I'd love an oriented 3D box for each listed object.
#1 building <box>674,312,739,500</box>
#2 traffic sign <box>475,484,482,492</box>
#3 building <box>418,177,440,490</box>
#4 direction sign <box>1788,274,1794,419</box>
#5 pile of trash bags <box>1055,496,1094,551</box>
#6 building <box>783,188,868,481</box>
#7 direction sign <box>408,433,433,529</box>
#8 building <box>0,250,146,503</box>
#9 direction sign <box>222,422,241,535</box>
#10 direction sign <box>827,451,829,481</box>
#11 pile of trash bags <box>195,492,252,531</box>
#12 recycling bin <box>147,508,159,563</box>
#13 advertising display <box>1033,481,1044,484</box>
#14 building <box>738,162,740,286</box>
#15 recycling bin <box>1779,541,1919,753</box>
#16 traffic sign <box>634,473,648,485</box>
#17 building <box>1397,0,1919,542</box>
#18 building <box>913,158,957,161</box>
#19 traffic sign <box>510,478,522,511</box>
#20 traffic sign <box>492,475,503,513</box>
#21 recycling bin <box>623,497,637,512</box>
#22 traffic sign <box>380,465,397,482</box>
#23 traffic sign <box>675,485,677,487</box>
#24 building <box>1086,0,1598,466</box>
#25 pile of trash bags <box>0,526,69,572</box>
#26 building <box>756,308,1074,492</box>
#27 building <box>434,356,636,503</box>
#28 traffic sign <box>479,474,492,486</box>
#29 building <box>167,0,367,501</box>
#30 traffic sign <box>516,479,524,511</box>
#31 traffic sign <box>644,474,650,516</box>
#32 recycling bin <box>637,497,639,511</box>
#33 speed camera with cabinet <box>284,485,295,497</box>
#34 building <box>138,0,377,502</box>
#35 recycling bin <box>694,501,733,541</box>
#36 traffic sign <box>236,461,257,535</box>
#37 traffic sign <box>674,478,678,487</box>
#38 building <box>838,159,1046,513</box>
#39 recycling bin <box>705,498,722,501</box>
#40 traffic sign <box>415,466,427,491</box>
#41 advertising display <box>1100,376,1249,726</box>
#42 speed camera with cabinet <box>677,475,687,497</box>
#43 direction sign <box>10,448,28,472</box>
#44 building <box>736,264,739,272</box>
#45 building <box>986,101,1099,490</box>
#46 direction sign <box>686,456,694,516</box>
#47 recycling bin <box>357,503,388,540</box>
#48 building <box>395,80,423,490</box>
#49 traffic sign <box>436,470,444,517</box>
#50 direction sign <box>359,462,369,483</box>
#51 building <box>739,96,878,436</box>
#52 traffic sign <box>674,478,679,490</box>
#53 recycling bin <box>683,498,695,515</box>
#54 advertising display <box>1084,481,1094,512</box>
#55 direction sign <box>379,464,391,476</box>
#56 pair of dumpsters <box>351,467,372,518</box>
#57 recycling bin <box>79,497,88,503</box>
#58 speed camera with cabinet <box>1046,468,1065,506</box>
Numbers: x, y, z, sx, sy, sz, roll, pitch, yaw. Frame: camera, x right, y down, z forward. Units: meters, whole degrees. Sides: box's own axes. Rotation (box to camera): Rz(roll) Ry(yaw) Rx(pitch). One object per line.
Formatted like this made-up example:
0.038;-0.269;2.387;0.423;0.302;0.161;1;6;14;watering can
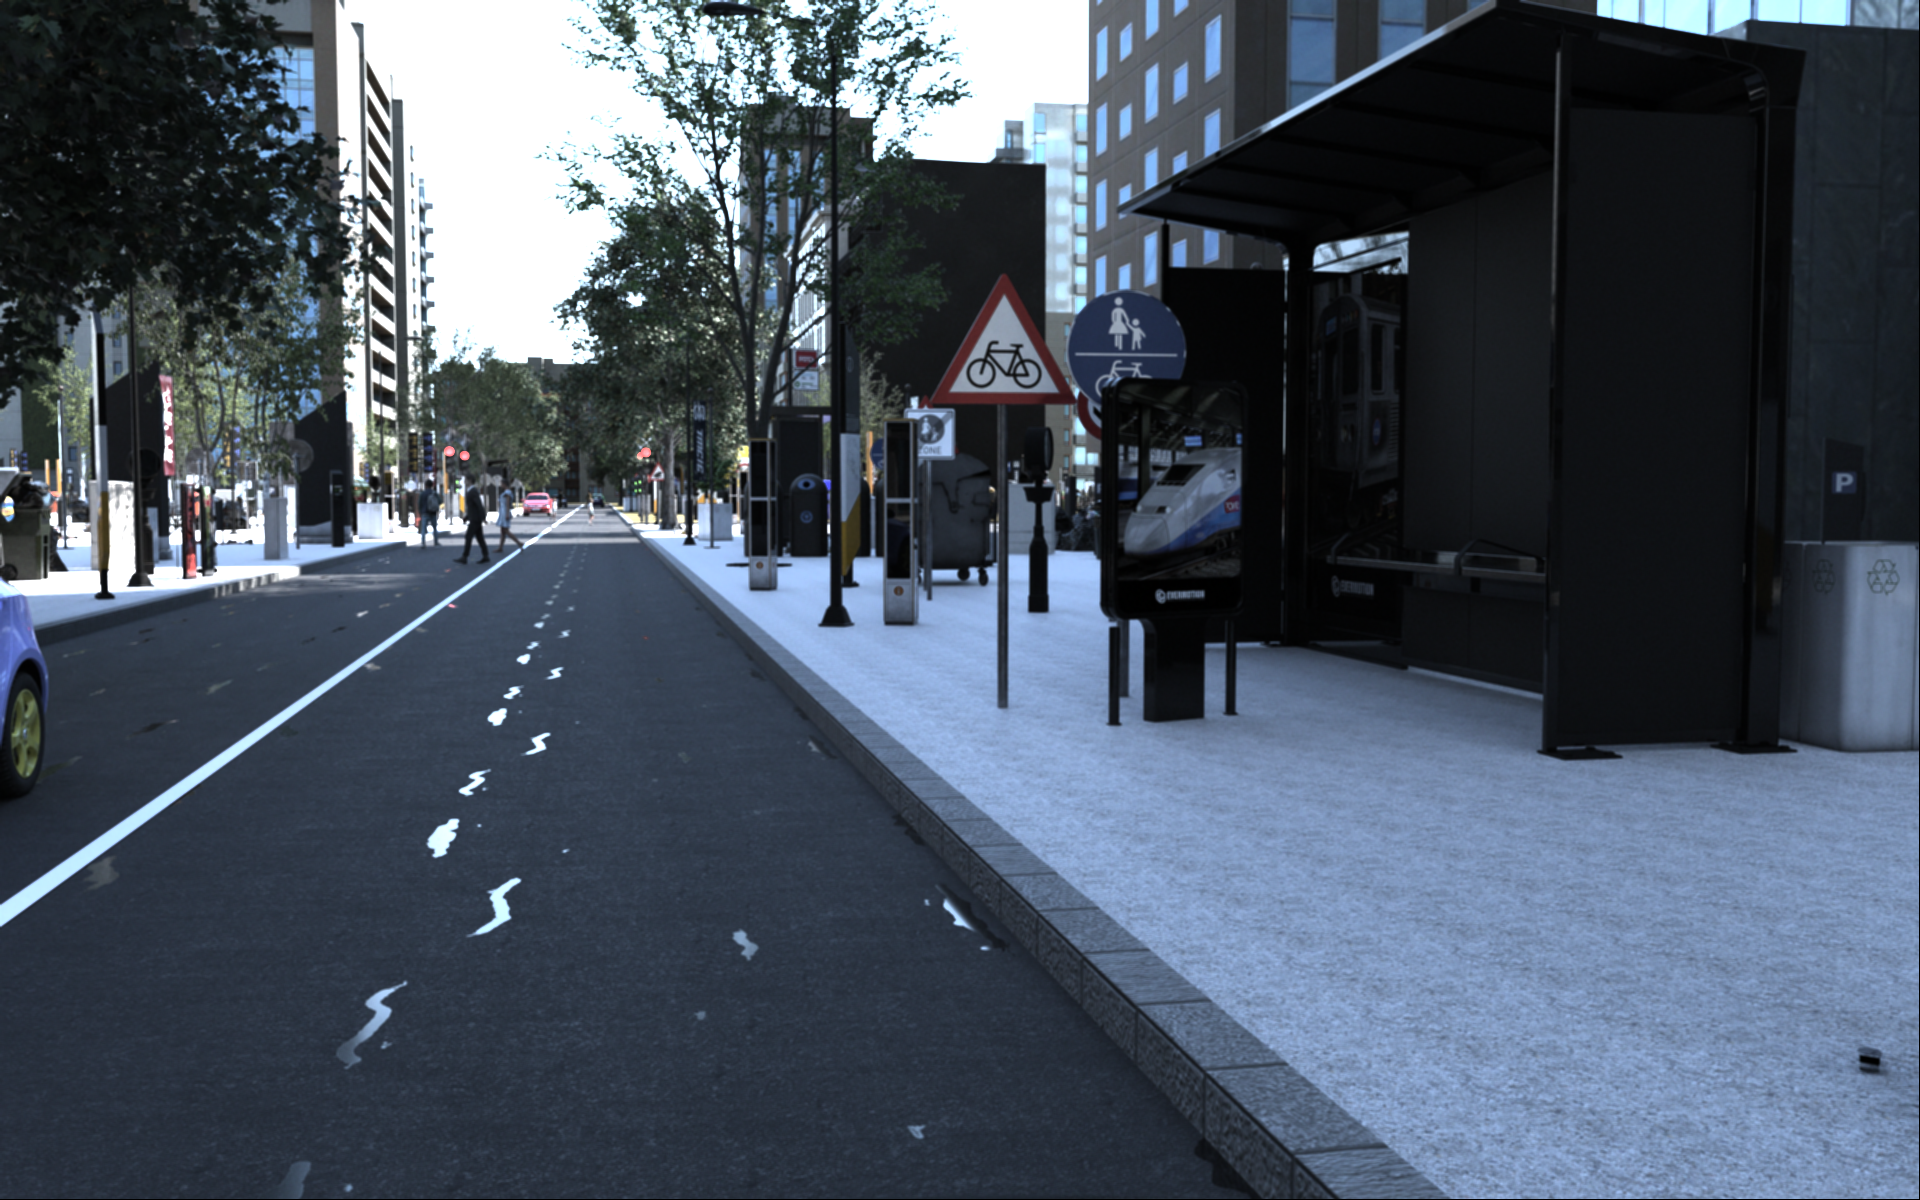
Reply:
-40.071;-29.666;256.745;14.107;30.474;14.160;-1;4;-12;building
-41.298;-9.086;148.561;0.884;2.594;0.081;-1;4;-9;traffic sign
-91.125;-38.575;250.310;30.456;49.044;23.786;-1;4;-12;building
8.164;-1.594;18.060;0.876;3.537;0.379;1;4;17;direction sign
2.599;-1.877;40.438;1.912;1.369;3.447;-2;4;-24;pile of trash bags
-7.062;-21.151;143.075;12.463;27.353;25.104;-1;4;-12;building
-19.867;-4.396;63.870;0.876;3.537;0.379;0;4;-1;direction sign
-98.070;-39.641;190.136;28.212;58.520;21.231;-1;4;-12;building
-22.998;-3.838;54.754;0.379;3.537;0.876;1;4;11;direction sign
-6.910;-6.050;90.906;0.379;3.537;0.876;-1;4;-10;direction sign
-26.365;-3.129;60.904;1.912;1.369;3.447;0;4;0;pile of trash bags
-15.248;-1.181;31.861;0.722;1.027;0.722;0;4;-3;recycling bin
2.582;-3.374;60.380;0.123;1.923;0.974;-2;4;-34;advertising display
-19.825;-32.195;209.988;14.154;41.232;14.086;-1;4;-12;building
4.684;0.220;8.960;0.722;1.027;0.722;-1;4;-9;recycling bin
-18.064;-5.994;98.107;0.768;2.556;0.104;0;4;-8;traffic sign
22.602;-43.180;18.663;22.319;86.520;31.000;-1;4;-12;building
-3.720;-32.419;213.647;14.086;41.232;14.154;-1;4;-12;building
-34.263;-8.176;133.679;0.884;2.594;0.081;-1;4;-11;traffic sign
-30.666;-7.016;114.816;0.768;2.556;0.104;0;4;-4;traffic sign
-24.008;-6.907;125.481;0.722;1.027;0.722;-1;4;-18;recycling bin
-25.181;-4.653;76.078;0.884;2.594;0.081;-1;4;-10;traffic sign
-21.296;-7.846;128.289;0.884;2.594;0.081;-1;4;-12;traffic sign
12.589;-24.679;53.611;14.600;45.320;14.200;-1;4;-12;building
-15.549;-1.130;28.233;1.912;1.369;3.447;-1;4;-12;pile of trash bags
-5.651;-20.265;176.365;27.650;21.520;28.899;-1;4;-12;building
-62.571;-25.355;259.590;28.899;21.520;27.650;-1;4;-12;building
-29.377;-6.555;107.272;0.768;2.556;0.104;0;4;-3;traffic sign
-60.947;-30.766;153.129;14.600;45.320;14.200;-1;4;-12;building
-34.415;-8.184;134.995;0.795;2.450;0.064;0;4;-7;traffic sign
-18.859;-6.324;103.503;0.768;2.556;0.104;0;4;-5;traffic sign
-24.961;-7.319;132.221;0.722;1.027;0.722;1;4;14;recycling bin
-24.904;-4.413;66.493;2.038;3.252;0.660;-2;4;-33;speed camera with cabinet
-67.938;-33.428;170.257;21.300;48.544;21.600;-1;4;-12;building
-6.755;-2.155;47.793;0.722;1.027;0.722;-3;5;-42;recycling bin
-22.149;-3.161;53.807;0.606;2.300;0.079;0;4;-5;traffic sign
-21.063;-7.757;126.937;0.768;2.556;0.104;-1;4;-11;traffic sign
-1.864;-17.965;123.407;12.332;23.373;15.834;-1;4;-12;building
-14.181;-5.338;99.836;0.722;1.027;0.722;3;5;42;recycling bin
-24.632;-4.861;79.586;0.768;2.556;0.104;0;4;-5;traffic sign
1.218;-0.281;9.802;0.974;1.923;0.123;-2;4;-32;advertising display
-19.155;-7.912;123.691;2.038;3.252;0.660;-2;4;-33;speed camera with cabinet
-49.436;-6.062;91.115;0.876;3.537;0.379;0;4;3;direction sign
-23.316;-35.323;269.411;23.993;40.220;32.217;-1;4;-12;building
19.100;-36.297;213.063;30.456;49.044;23.786;-1;4;-12;building
-15.879;-6.796;103.110;0.876;3.537;0.379;0;4;-7;direction sign
-16.533;-2.215;48.764;0.722;1.027;0.722;-1;4;-9;recycling bin
-72.924;-34.972;195.488;21.600;48.544;21.300;-1;4;-12;building
-27.797;-5.654;92.444;0.884;2.594;0.081;-1;4;-11;traffic sign
-42.421;-8.033;123.340;0.379;3.537;0.876;2;4;24;direction sign
-17.324;-33.380;195.876;14.600;45.320;14.200;-1;4;-12;building
-21.213;-7.853;128.495;0.768;2.556;0.104;0;4;-3;traffic sign
-16.324;-5.657;105.045;0.722;1.027;0.722;-2;4;-33;recycling bin
6.388;-4.834;84.241;0.123;1.923;0.974;-2;4;-34;advertising display
-43.843;-8.567;132.060;0.876;3.537;0.379;-2;4;-32;direction sign
-21.626;-3.550;60.533;1.574;2.255;4.437;-1;4;-12;pair of dumpsters
-72.546;-7.978;142.991;0.722;1.027;0.722;1;4;16;recycling bin
6.251;-7.264;113.108;2.038;3.252;0.660;-1;4;-18;speed camera with cabinet
